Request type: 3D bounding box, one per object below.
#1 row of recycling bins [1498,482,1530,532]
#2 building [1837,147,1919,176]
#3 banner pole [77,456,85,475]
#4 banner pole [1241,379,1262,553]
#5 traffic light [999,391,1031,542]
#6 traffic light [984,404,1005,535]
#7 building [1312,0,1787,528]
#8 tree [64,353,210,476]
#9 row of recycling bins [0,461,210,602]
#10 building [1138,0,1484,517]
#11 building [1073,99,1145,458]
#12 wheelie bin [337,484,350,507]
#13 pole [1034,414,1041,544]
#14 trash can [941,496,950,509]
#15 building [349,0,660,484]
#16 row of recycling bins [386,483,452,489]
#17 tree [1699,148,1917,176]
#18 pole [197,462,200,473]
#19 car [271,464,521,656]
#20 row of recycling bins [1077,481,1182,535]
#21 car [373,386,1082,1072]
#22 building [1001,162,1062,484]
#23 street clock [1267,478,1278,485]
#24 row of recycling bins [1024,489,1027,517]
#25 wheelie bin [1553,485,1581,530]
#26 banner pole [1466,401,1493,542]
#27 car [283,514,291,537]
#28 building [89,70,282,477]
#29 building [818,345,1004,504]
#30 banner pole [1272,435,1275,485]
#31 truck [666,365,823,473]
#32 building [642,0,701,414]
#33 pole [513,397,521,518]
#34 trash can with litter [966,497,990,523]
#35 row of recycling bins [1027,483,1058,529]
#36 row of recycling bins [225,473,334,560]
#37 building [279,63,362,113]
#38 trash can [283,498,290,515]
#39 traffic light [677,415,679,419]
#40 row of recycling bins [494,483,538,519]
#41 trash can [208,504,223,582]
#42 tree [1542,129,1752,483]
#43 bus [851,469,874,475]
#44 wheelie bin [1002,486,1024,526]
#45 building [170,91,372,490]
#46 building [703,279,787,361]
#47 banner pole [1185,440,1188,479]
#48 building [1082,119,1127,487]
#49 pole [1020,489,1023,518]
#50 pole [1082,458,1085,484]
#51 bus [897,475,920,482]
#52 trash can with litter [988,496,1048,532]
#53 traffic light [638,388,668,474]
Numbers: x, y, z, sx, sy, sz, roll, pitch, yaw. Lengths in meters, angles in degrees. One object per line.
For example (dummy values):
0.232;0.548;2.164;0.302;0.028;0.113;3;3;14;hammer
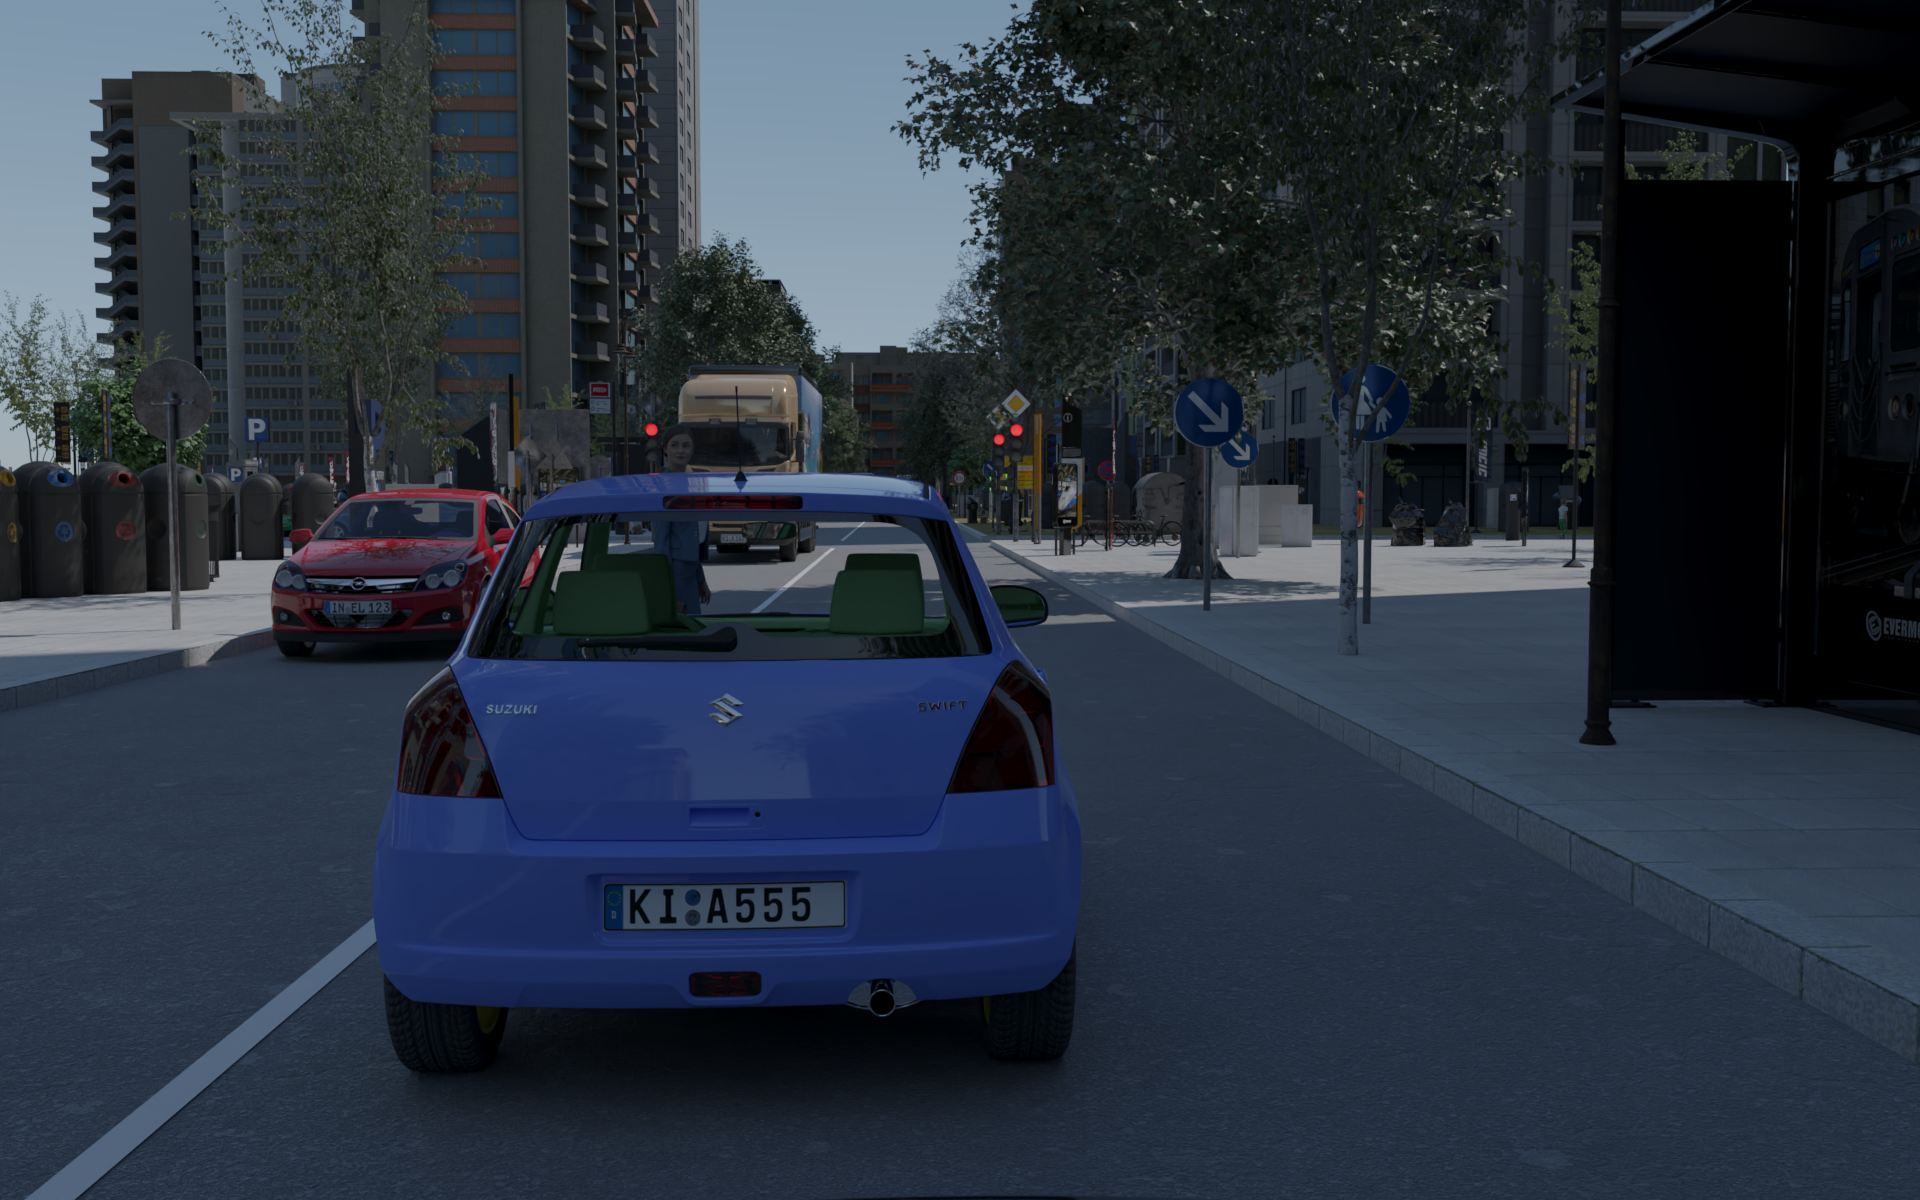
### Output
18.995;-3.203;59.481;1.069;1.692;3.534;1;4;17;row of recycling bins
57.624;-32.843;78.984;28.212;58.520;21.231;0;4;-2;building
-57.929;-7.596;114.217;0.401;3.779;0.863;1;4;15;banner pole
6.305;-2.932;37.955;0.401;3.779;0.863;-1;4;-21;banner pole
1.477;-3.515;46.397;0.839;4.253;0.868;0;4;-2;traffic light
1.192;-4.003;54.377;0.839;4.253;0.868;0;4;-2;traffic light
25.329;-38.931;74.771;20.611;71.187;20.563;0;4;-2;building
-19.255;-3.489;40.752;4.285;4.588;4.351;0;3;0;tree
-11.191;-0.907;21.949;1.069;1.692;3.534;2;4;28;row of recycling bins
22.151;-41.616;118.678;20.563;71.187;20.611;0;4;-2;building
18.343;-30.663;184.937;14.154;41.232;14.086;0;4;-2;building
-18.945;-2.815;53.932;0.693;1.594;0.980;2;4;29;wheelie bin
1.977;-3.080;44.194;0.158;3.312;0.155;0;3;0;pole
-1.055;-6.820;123.161;0.748;1.137;0.748;0;3;0;trash can
-36.759;-29.815;142.093;22.147;44.769;28.867;0;4;-2;building
-19.857;-3.429;63.180;3.534;1.692;1.069;1;4;22;row of recycling bins
14.604;-4.795;28.763;4.360;8.622;3.978;0;3;0;tree
-47.584;-7.002;108.333;0.158;3.312;0.155;0;3;0;pole
-5.200;-0.467;16.679;2.155;1.783;4.494;0;4;-4;car
5.470;-2.943;55.231;3.534;1.692;1.069;-1;4;-20;row of recycling bins
-0.635;0.242;5.638;1.945;1.707;3.694;0;4;-4;car
12.701;-35.689;233.617;14.200;45.320;14.600;0;4;-2;building
14.160;-4.521;78.493;0.471;2.002;0.358;0;4;-2;street clock
4.310;-5.463;96.431;1.069;1.692;3.534;-1;4;-22;row of recycling bins
21.943;-3.351;62.692;0.980;1.594;0.693;0;4;5;wheelie bin
13.945;-3.469;46.733;0.863;3.779;0.401;1;4;11;banner pole
-21.402;-2.498;49.643;4.718;1.807;1.959;0;4;-4;car
-79.981;-32.467;180.947;14.200;45.320;14.600;0;4;-2;building
-9.111;-24.236;241.301;28.899;21.520;27.650;0;4;-2;building
13.335;-5.120;73.732;0.401;3.779;0.863;1;4;9;banner pole
-4.712;-3.126;40.026;2.839;4.237;11.283;0;4;-1;truck
-38.100;-45.316;179.160;20.611;71.187;20.563;0;4;-2;building
-9.355;-2.608;36.486;0.158;3.312;0.155;0;3;0;pole
0.783;-3.959;76.114;1.055;1.170;0.624;1;4;14;trash can with litter
4.371;-3.432;63.230;3.534;1.692;1.069;2;4;29;row of recycling bins
-14.099;-1.639;33.918;3.534;1.692;1.069;-1;4;-12;row of recycling bins
-75.660;-42.366;234.689;28.212;58.520;21.231;0;4;-2;building
-24.695;-3.133;62.870;0.748;1.137;0.748;0;3;0;trash can
-8.413;-3.982;54.018;0.839;4.253;0.868;0;4;-2;traffic light
-15.551;-3.278;60.716;3.534;1.692;1.069;1;4;13;row of recycling bins
-11.145;-0.833;25.269;0.748;1.137;0.748;0;3;0;trash can
13.823;-5.162;34.754;4.737;8.622;4.395;0;3;0;tree
-8.601;-9.347;147.690;2.948;3.499;13.247;0;4;-1;bus
2.066;-3.726;68.836;0.693;1.594;0.980;3;5;40;wheelie bin
-60.166;-29.433;173.110;23.993;40.220;32.217;0;4;-2;building
-30.384;-28.208;232.908;14.107;30.474;14.160;0;4;-2;building
9.471;-4.967;71.228;0.401;3.779;0.863;-3;4;-37;banner pole
23.001;-51.898;161.206;22.319;86.520;31.000;0;4;-2;building
3.358;-6.103;93.620;0.158;3.312;0.155;0;3;0;pole
6.844;-6.288;96.659;0.158;3.312;0.155;0;3;0;pole
-5.294;-10.843;172.144;2.948;3.499;13.247;0;4;-3;bus
1.971;-2.949;59.270;2.233;1.210;1.678;-1;4;-8;trash can with litter
-8.127;-3.493;46.038;0.839;4.253;0.868;0;4;-2;traffic light
